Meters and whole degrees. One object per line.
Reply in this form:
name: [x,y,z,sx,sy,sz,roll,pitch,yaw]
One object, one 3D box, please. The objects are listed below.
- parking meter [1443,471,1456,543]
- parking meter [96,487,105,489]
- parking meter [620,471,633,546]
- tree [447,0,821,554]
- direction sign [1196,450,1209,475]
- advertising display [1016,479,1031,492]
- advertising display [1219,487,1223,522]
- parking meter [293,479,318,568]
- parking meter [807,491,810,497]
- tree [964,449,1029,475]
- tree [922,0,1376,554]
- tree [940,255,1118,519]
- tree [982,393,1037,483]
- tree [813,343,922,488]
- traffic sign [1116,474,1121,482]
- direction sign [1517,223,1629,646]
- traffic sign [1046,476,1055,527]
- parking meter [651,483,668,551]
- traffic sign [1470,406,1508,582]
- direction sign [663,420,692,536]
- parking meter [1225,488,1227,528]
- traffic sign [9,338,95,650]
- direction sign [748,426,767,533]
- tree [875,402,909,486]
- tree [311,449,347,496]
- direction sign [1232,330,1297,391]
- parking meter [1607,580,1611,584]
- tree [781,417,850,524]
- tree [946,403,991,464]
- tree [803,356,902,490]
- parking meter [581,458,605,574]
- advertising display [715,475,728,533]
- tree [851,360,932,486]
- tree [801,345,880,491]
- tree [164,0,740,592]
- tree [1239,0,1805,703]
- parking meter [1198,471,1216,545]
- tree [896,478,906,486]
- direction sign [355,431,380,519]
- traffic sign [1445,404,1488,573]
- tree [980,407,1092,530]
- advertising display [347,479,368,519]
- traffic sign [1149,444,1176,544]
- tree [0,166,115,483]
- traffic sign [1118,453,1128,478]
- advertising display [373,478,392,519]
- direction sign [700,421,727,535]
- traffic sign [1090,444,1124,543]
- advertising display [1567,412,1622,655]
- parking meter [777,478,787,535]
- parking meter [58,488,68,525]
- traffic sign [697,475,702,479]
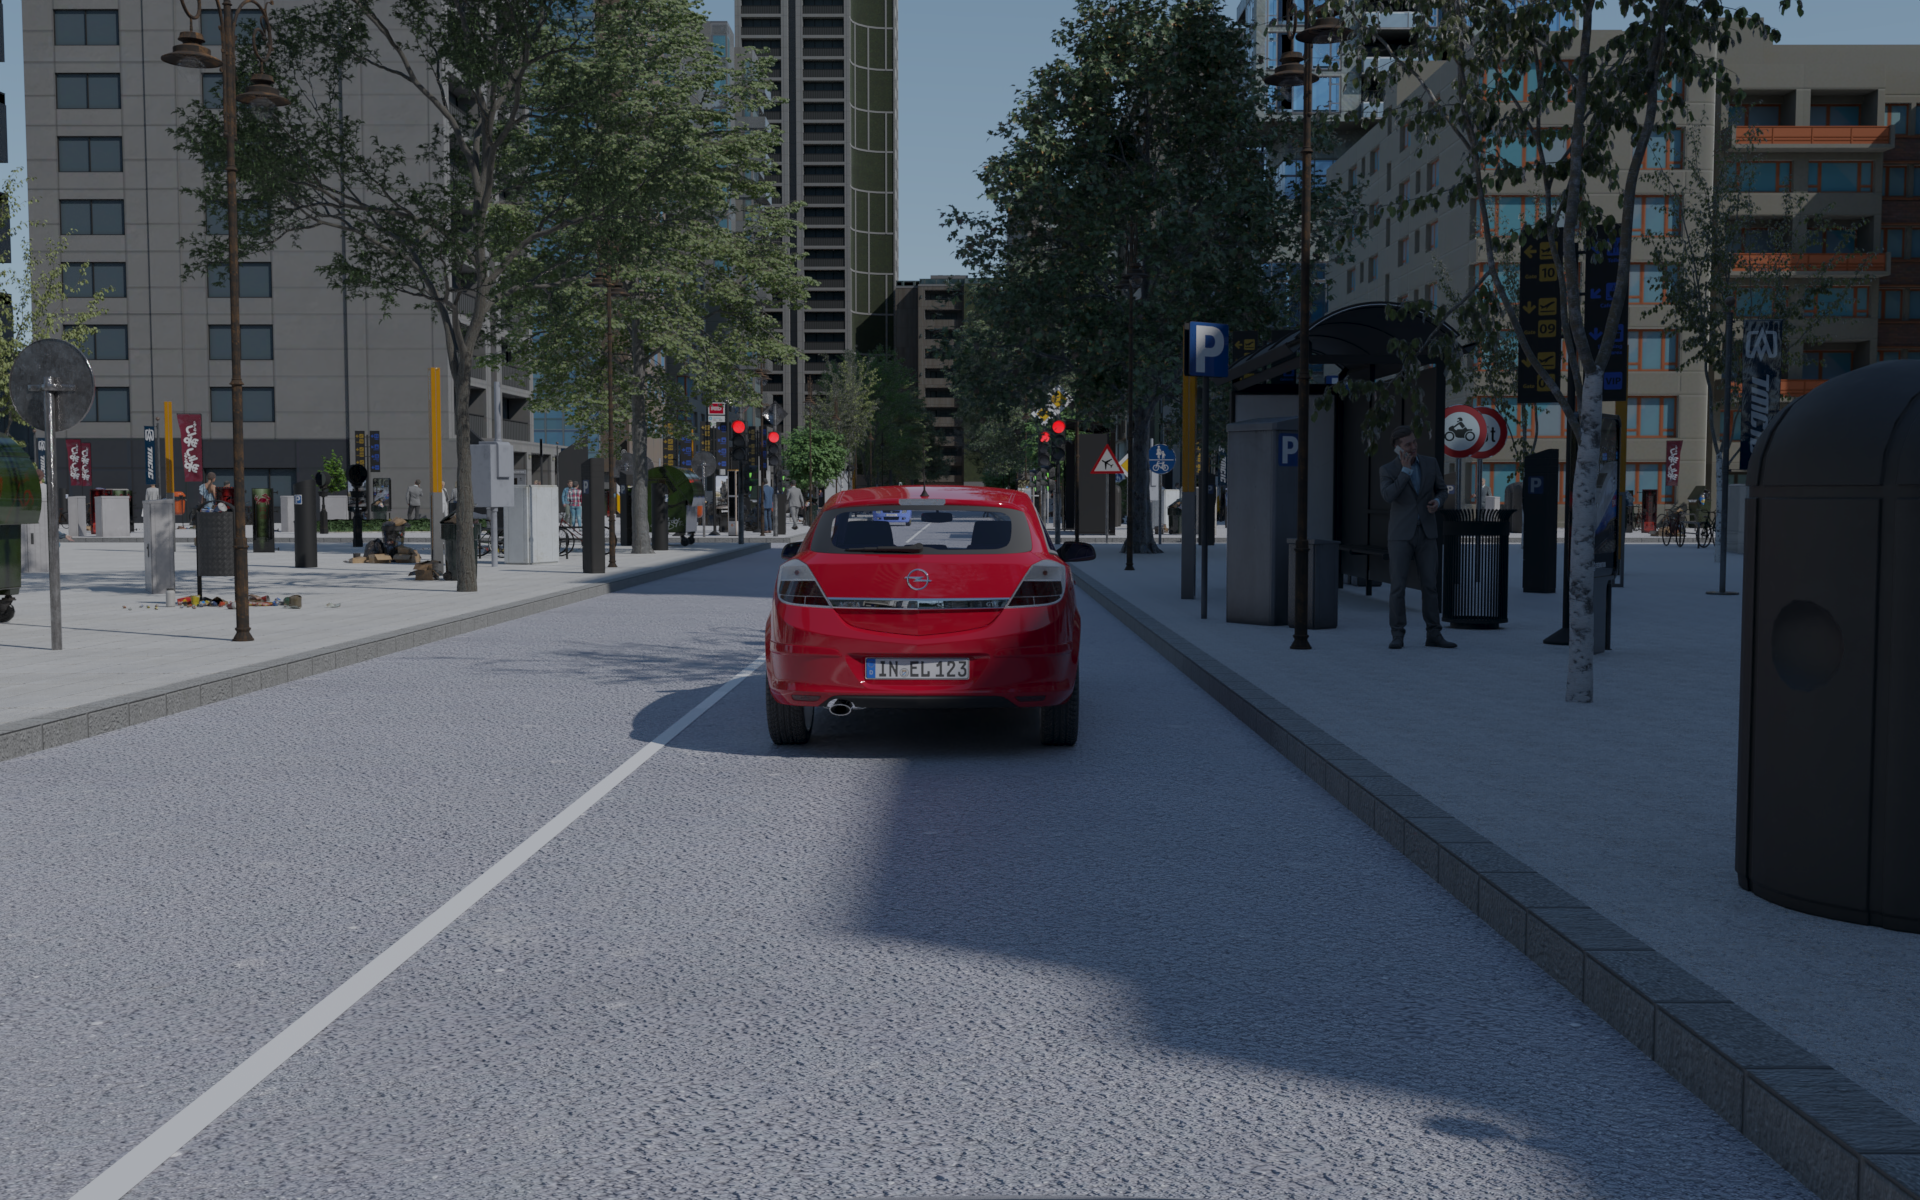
parking meter: [12.429,-2.345,44.055,0.399,1.863,0.255,1,4,11]
parking meter: [-32.740,-3.526,66.053,0.372,1.533,0.369,0,3,0]
parking meter: [-8.242,-2.280,42.985,0.255,1.863,0.399,-3,5,-42]
tree: [-6.781,-7.239,36.481,7.486,12.596,7.792,0,3,0]
direction sign: [9.959,-4.852,71.322,0.876,3.537,0.379,-3,5,-43]
advertising display: [2.826,-4.297,75.471,0.974,1.923,0.123,-3,5,-41]
advertising display: [12.075,-4.584,80.161,0.123,1.923,0.974,0,4,5]
parking meter: [-11.428,-1.335,30.232,0.372,1.533,0.369,0,3,0]
parking meter: [-8.071,-5.222,93.796,0.372,1.533,0.369,0,3,0]
tree: [4.469,-15.059,180.623,8.767,10.594,7.601,-2,4,-24]
tree: [3.938,-7.349,37.171,9.611,12.733,9.660,0,3,0]
tree: [4.222,-11.122,88.507,9.857,13.997,8.962,0,3,0]
tree: [4.355,-12.263,118.630,7.486,12.596,7.792,0,3,0]
tree: [-6.491,-11.920,120.652,9.928,11.665,9.643,0,3,0]
traffic sign: [7.337,-4.780,80.283,0.606,2.300,0.079,0,4,1]
direction sign: [5.193,-1.391,14.733,0.876,3.537,0.379,2,4,26]
traffic sign: [3.658,-4.100,67.144,0.768,2.556,0.104,0,4,8]
parking meter: [-6.829,-1.895,39.395,0.372,1.533,0.369,0,3,0]
traffic sign: [7.552,-1.534,25.195,0.768,2.556,0.104,0,4,7]
direction sign: [-8.595,-3.714,52.727,0.876,3.537,0.379,-1,4,-10]
parking meter: [10.172,-3.475,65.227,0.372,1.533,0.369,0,3,0]
traffic sign: [-7.434,-0.861,14.180,0.768,2.556,0.104,1,4,9]
direction sign: [-6.731,-4.016,57.656,0.876,3.537,0.379,3,4,38]
tree: [-5.425,-17.226,198.656,9.611,12.733,9.660,0,3,0]
tree: [-26.815,-4.848,73.862,1.663,3.219,1.824,0,3,0]
direction sign: [4.212,-1.960,24.041,0.876,3.537,0.379,1,4,13]
parking meter: [7.039,-0.661,19.216,0.372,1.533,0.369,0,3,0]
tree: [-6.344,-5.509,73.784,4.285,4.588,4.351,0,3,0]
tree: [3.805,-15.718,167.353,12.009,13.543,11.850,0,3,0]
tree: [-6.020,-8.691,92.468,4.737,8.622,4.395,0,3,0]
parking meter: [-5.940,-1.366,28.039,0.255,1.863,0.399,-3,4,-37]
advertising display: [-7.864,-3.207,57.656,0.123,1.923,0.974,2,4,33]
tree: [-6.324,-14.013,147.233,7.486,12.596,7.792,0,3,0]
tree: [-5.943,-8.305,86.157,4.360,8.622,3.978,0,3,0]
tree: [-6.664,-5.368,22.180,8.767,10.594,7.601,2,4,26]
tree: [3.818,-3.690,10.688,4.360,8.622,3.978,0,3,0]
parking meter: [6.182,-2.299,43.305,0.399,1.863,0.255,-1,4,-20]
tree: [-6.070,-11.728,186.356,1.663,3.219,1.824,0,3,0]
direction sign: [-21.172,-4.279,61.957,0.876,3.537,0.379,0,3,0]
traffic sign: [7.087,-1.500,24.637,0.768,2.556,0.104,0,4,8]
tree: [3.770,-4.797,62.139,4.285,4.588,4.351,0,3,0]
advertising display: [-23.309,-3.784,67.076,0.974,1.923,0.123,2,4,24]
traffic sign: [5.100,-2.690,44.093,0.768,2.556,0.104,0,4,3]
tree: [-21.459,-5.396,38.581,4.737,8.622,4.395,0,3,0]
traffic sign: [5.405,-3.417,55.600,0.795,2.593,0.064,1,4,8]
advertising display: [-22.980,-3.895,68.892,0.974,1.923,0.123,2,4,32]
direction sign: [-7.699,-3.803,54.181,0.876,3.537,0.379,-2,4,-30]
traffic sign: [3.832,-2.759,45.110,0.884,2.594,0.081,0,4,6]
advertising display: [5.079,-0.529,13.870,0.123,1.923,0.974,3,4,36]
parking meter: [-5.654,-2.989,54.580,0.399,1.863,0.255,0,4,1]
parking meter: [-37.618,-3.930,72.674,0.372,1.533,0.369,0,3,0]
traffic sign: [-10.137,-4.051,66.341,0.768,2.556,0.104,0,4,8]
